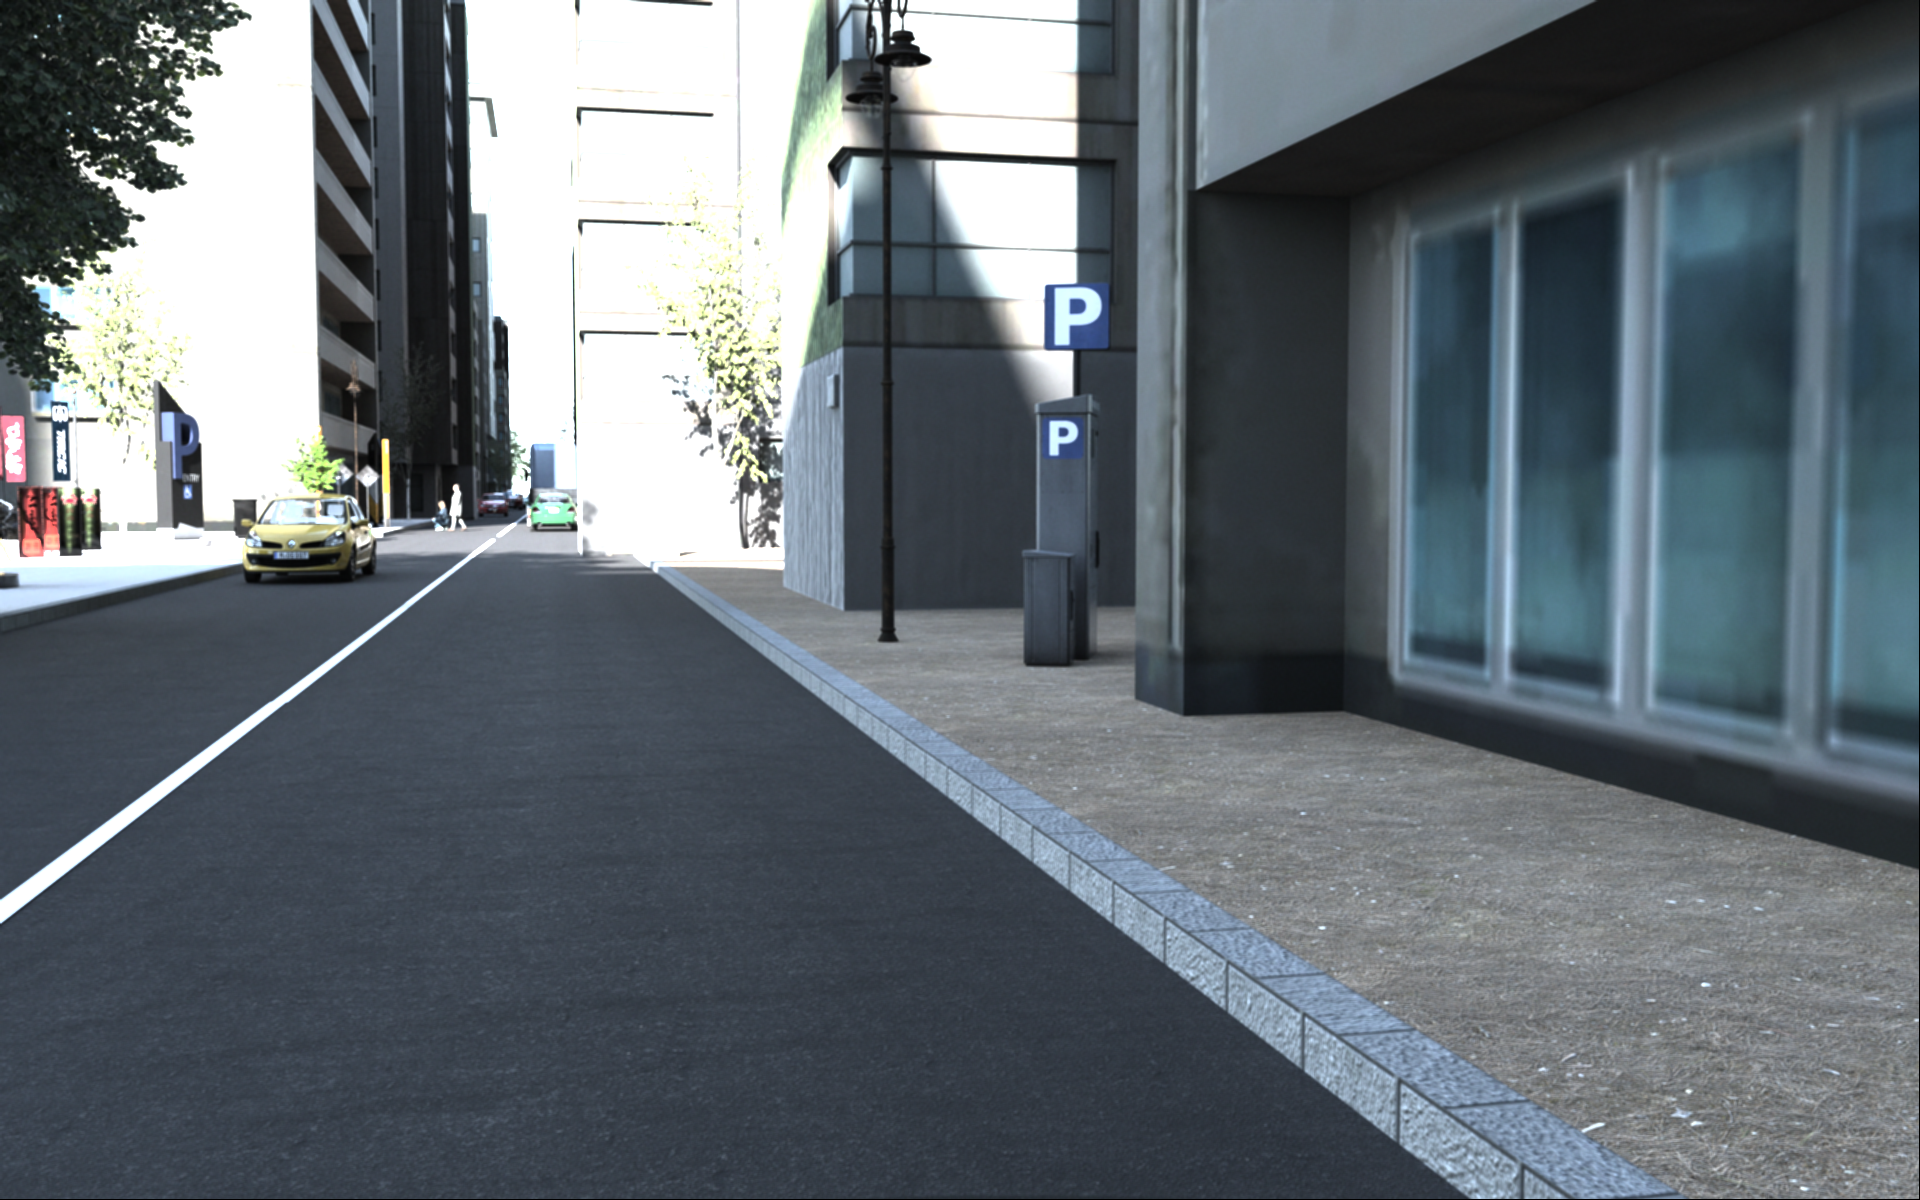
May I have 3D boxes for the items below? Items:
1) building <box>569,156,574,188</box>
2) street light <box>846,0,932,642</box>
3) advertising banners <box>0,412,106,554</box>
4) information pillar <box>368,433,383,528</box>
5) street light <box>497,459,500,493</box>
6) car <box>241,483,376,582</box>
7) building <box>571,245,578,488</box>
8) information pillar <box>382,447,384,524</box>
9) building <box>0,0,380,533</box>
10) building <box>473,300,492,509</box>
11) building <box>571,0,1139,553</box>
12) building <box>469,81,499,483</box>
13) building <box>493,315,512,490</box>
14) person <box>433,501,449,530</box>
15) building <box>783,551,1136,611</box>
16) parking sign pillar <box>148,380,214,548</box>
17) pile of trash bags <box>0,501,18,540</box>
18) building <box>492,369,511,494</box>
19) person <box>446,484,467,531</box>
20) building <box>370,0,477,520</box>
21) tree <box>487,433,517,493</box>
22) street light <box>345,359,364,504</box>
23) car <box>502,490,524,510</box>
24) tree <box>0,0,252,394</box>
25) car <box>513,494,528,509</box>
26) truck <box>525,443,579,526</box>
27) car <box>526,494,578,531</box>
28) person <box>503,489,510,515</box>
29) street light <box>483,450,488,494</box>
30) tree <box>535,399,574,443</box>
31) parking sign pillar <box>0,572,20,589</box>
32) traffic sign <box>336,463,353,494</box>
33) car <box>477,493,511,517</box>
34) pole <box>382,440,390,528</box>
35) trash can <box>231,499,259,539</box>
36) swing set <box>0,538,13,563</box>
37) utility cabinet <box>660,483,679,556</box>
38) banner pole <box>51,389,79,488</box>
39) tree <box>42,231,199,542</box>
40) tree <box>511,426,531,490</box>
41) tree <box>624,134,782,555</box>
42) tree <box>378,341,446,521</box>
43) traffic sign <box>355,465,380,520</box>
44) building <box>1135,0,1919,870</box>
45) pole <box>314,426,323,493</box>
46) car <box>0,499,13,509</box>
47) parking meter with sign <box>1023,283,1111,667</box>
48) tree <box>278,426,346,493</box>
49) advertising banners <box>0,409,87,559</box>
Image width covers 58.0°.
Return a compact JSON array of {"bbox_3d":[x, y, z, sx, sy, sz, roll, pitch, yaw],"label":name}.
[{"bbox_3d":[-44.791,-41.353,265.356,28.713,52.752,27.495,-1,4,-13],"label":"building"},{"bbox_3d":[-0.626,-2.575,14.895,0.468,5.910,1.993,-1,4,-13],"label":"street light"},{"bbox_3d":[-20.358,-2.610,38.857,2.074,3.025,0.090,-2,4,-29],"label":"advertising banners"},{"bbox_3d":[-22.435,-4.579,66.218,0.504,3.616,0.183,3,4,39],"label":"information pillar"},{"bbox_3d":[-57.271,-14.828,215.219,0.468,5.910,1.993,-1,4,-13],"label":"street light"},{"bbox_3d":[-11.020,-1.175,29.431,2.015,1.641,3.980,-1,4,-11],"label":"car"},{"bbox_3d":[-38.231,-26.385,203.090,14.160,30.474,14.107,-1,4,-13],"label":"building"},{"bbox_3d":[-24.520,-5.014,73.333,0.183,3.616,0.504,-3,4,-36],"label":"information pillar"},{"bbox_3d":[-34.516,-27.008,65.278,21.300,48.544,21.600,-1,4,-13],"label":"building"},{"bbox_3d":[-59.453,-19.471,163.390,27.650,21.520,28.899,-1,4,-13],"label":"building"},{"bbox_3d":[-3.436,-22.220,46.884,14.154,41.232,14.086,-1,4,-13],"label":"building"},{"bbox_3d":[-74.176,-38.763,223.007,28.713,52.752,27.495,-1,4,-13],"label":"building"},{"bbox_3d":[-78.452,-30.699,273.635,14.160,30.474,14.107,-1,4,-13],"label":"building"},{"bbox_3d":[-20.795,-3.370,69.093,0.738,1.151,1.012,0,4,-2],"label":"person"},{"bbox_3d":[4.002,-20.941,25.982,14.154,41.232,14.086,-1,4,-13],"label":"building"},{"bbox_3d":[-18.801,-3.255,41.696,1.447,3.967,1.447,0,4,8],"label":"parking sign pillar"},{"bbox_3d":[-27.578,-2.315,47.609,3.447,1.369,1.912,-3,5,-42],"label":"pile of trash bags"},{"bbox_3d":[-79.912,-24.862,251.525,27.650,21.520,28.899,-1,4,-13],"label":"building"},{"bbox_3d":[-19.478,-3.571,66.981,0.767,1.812,0.694,-1,4,-10],"label":"person"},{"bbox_3d":[-33.620,-19.623,92.542,14.160,30.474,14.107,-1,4,-13],"label":"building"},{"bbox_3d":[-55.290,-15.740,207.717,4.360,8.622,3.978,0,3,0],"label":"tree"},{"bbox_3d":[-20.735,-5.302,59.470,0.468,5.910,1.993,-1,4,-13],"label":"street light"},{"bbox_3d":[-40.442,-9.013,156.032,2.281,1.827,5.304,-1,4,-13],"label":"car"},{"bbox_3d":[-11.018,-6.704,16.271,9.857,13.997,8.962,0,3,0],"label":"tree"},{"bbox_3d":[-42.693,-9.803,169.075,1.959,1.807,4.718,-1,4,-15],"label":"car"},{"bbox_3d":[-19.925,-5.822,84.955,2.967,4.110,18.799,-1,4,-13],"label":"truck"},{"bbox_3d":[-15.997,-3.452,68.233,2.131,1.459,4.920,-1,4,-13],"label":"car"},{"bbox_3d":[-29.945,-6.458,114.434,0.444,1.785,0.601,0,4,6],"label":"person"},{"bbox_3d":[-47.156,-12.192,172.124,0.468,5.910,1.993,-1,4,-13],"label":"street light"},{"bbox_3d":[-48.175,-18.778,217.393,12.009,13.543,11.850,0,3,0],"label":"tree"},{"bbox_3d":[-13.690,-2.148,23.584,1.447,3.967,1.447,-2,4,-32],"label":"parking sign pillar"},{"bbox_3d":[-18.440,-2.927,51.495,0.795,2.450,0.064,-1,4,-13],"label":"traffic sign"},{"bbox_3d":[-29.844,-6.223,110.781,2.155,1.783,4.494,-1,4,-14],"label":"car"},{"bbox_3d":[-21.468,-4.340,64.795,0.158,3.312,0.155,0,3,0],"label":"pole"},{"bbox_3d":[-20.452,-2.319,49.565,0.748,1.137,0.748,0,3,0],"label":"trash can"},{"bbox_3d":[-19.021,-2.036,30.911,2.862,2.851,3.119,0,4,-6],"label":"swing set"},{"bbox_3d":[-5.967,-1.647,35.610,0.318,1.500,1.173,-1,4,-13],"label":"utility cabinet"},{"bbox_3d":[-21.256,-3.135,41.267,0.401,3.779,0.863,2,4,25],"label":"banner pole"},{"bbox_3d":[-22.208,-5.834,45.751,4.737,8.622,4.395,0,3,0],"label":"tree"},{"bbox_3d":[-74.415,-22.582,287.343,7.486,12.596,7.792,0,3,0],"label":"tree"},{"bbox_3d":[-4.829,-5.259,36.351,4.737,8.622,4.395,0,3,0],"label":"tree"},{"bbox_3d":[-26.760,-8.125,83.211,4.360,8.622,3.978,0,3,0],"label":"tree"},{"bbox_3d":[-20.263,-3.402,59.270,0.795,2.450,0.064,-1,4,-13],"label":"traffic sign"},{"bbox_3d":[13.857,-23.111,1.569,21.300,48.544,21.600,-1,4,-13],"label":"building"},{"bbox_3d":[-19.194,-3.549,51.866,0.158,3.312,0.155,0,3,0],"label":"pole"},{"bbox_3d":[-29.975,-2.623,53.111,3.980,1.641,2.015,-1,4,-11],"label":"car"},{"bbox_3d":[0.823,-1.061,13.617,0.543,3.016,1.738,1,4,10],"label":"parking meter with sign"},{"bbox_3d":[-18.322,-3.360,49.538,1.663,3.219,1.824,0,3,0],"label":"tree"},{"bbox_3d":[-18.617,-2.356,34.705,0.090,3.025,2.074,3,5,40],"label":"advertising banners"}]
